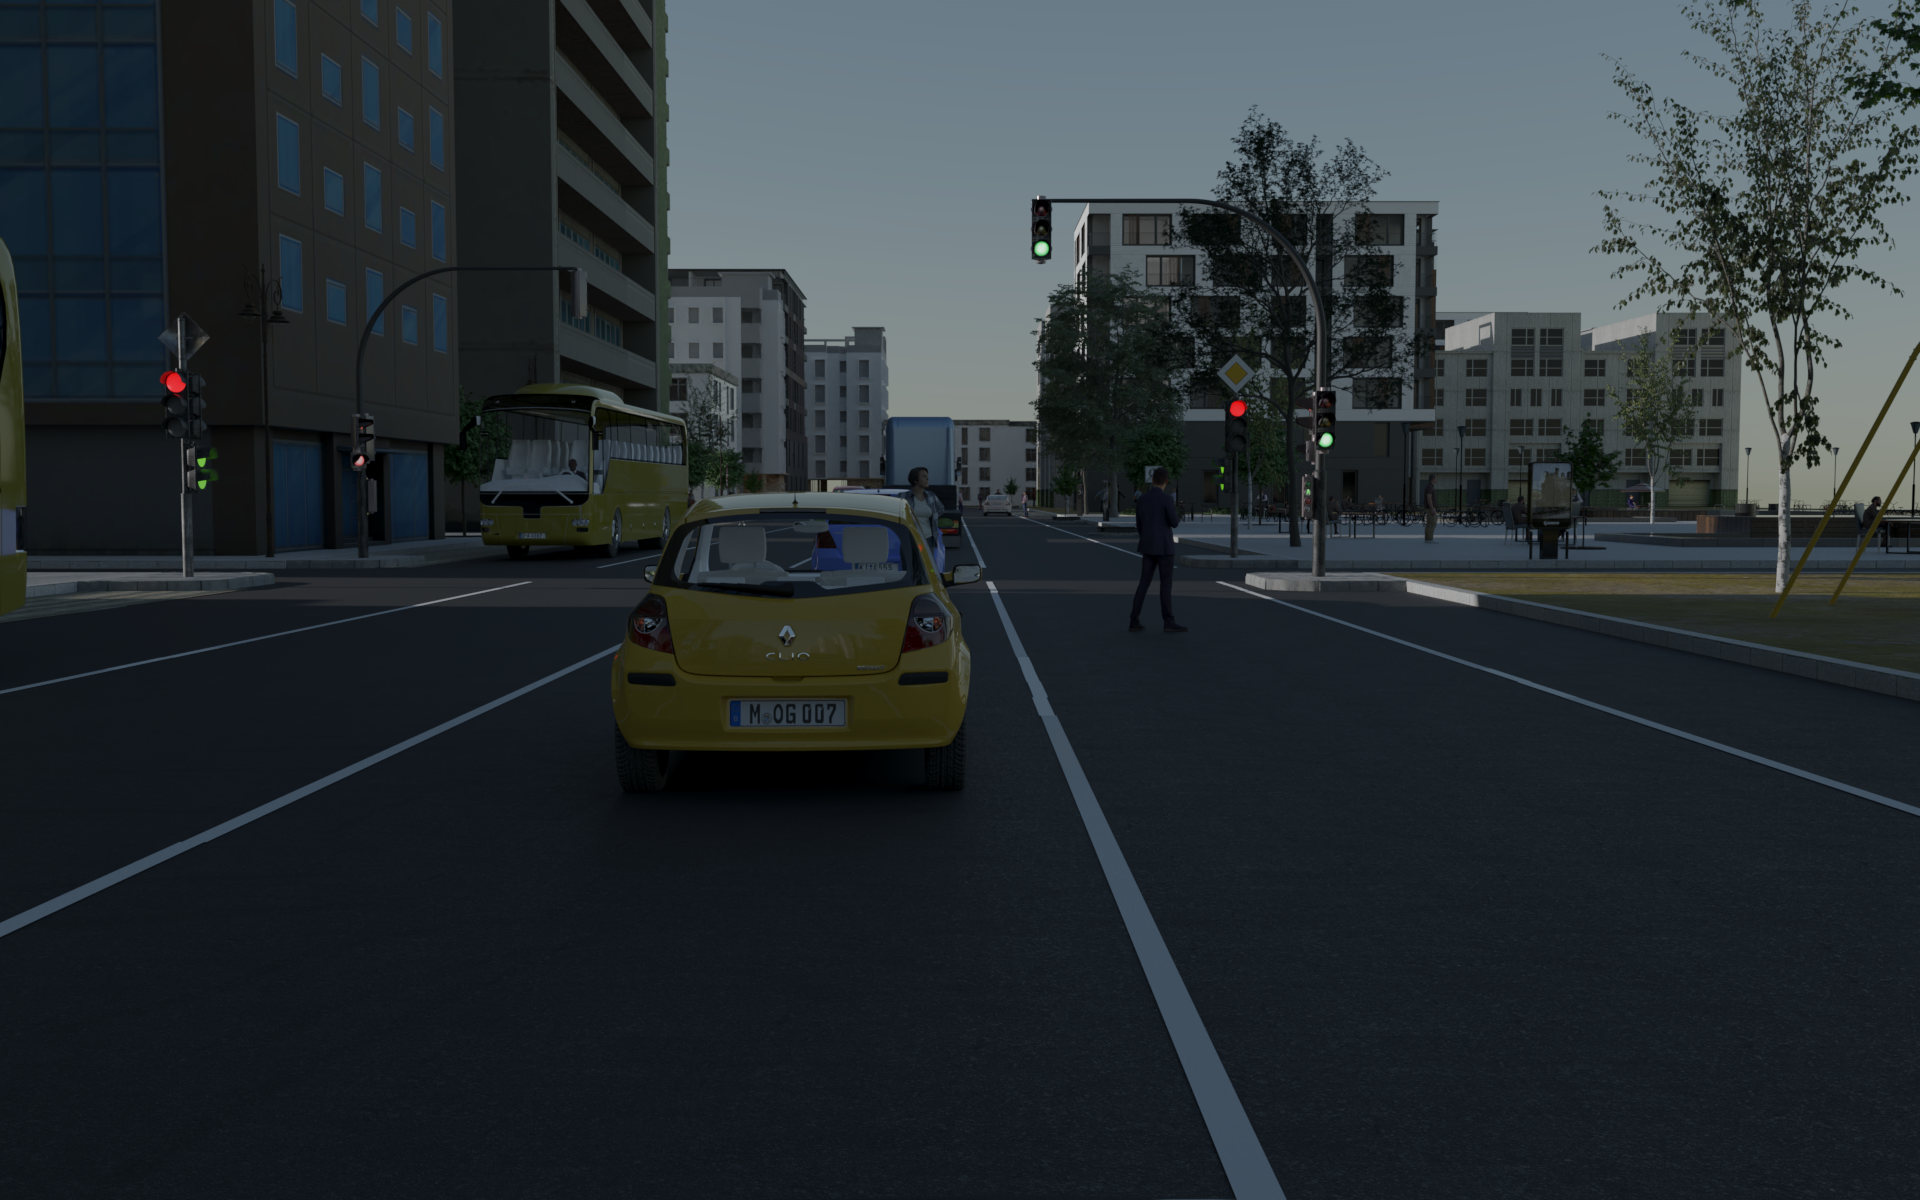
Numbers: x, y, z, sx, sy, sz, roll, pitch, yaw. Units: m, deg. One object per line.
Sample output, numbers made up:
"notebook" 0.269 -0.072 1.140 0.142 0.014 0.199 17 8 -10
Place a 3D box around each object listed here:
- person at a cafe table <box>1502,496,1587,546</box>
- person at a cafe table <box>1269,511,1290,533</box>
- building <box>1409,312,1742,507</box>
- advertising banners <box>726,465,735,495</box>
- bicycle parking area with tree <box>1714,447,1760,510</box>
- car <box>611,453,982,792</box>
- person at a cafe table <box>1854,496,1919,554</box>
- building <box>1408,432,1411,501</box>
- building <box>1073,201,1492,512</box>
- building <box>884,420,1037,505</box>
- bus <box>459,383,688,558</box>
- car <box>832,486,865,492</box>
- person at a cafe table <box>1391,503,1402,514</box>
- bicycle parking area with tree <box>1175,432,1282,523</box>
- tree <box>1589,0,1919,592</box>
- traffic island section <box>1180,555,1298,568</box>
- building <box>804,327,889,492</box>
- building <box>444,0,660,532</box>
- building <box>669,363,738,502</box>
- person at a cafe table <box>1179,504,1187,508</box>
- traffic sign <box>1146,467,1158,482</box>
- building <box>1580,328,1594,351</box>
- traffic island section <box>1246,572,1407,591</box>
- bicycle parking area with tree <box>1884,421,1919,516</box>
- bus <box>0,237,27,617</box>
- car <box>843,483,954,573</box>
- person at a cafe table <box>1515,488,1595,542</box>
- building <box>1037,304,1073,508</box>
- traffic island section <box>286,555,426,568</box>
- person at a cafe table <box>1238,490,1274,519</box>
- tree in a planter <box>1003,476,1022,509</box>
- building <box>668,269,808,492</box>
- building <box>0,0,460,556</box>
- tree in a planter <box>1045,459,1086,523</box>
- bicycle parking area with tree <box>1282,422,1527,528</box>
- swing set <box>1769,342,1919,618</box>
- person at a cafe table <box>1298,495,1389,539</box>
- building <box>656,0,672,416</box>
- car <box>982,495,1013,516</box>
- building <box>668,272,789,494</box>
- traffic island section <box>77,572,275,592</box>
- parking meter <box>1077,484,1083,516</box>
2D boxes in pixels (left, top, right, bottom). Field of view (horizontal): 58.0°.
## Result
"person at a cafe table" 14.522 -1.997 43.519 1.726 1.238 1.698 0 4 -7
"person at a cafe table" 11.350 -2.826 57.072 1.698 1.238 1.726 3 4 38
"building" 60.295 -19.003 177.151 31.486 18.905 16.747 0 4 0
"advertising banners" -13.846 -6.621 104.442 0.090 3.025 2.074 0 4 7
"bicycle parking area with tree" 51.093 -7.304 106.420 8.231 4.147 9.016 1 4 18
"car" -0.855 0.027 9.780 2.015 1.641 3.980 0 4 -2
"person at a cafe table" 20.394 -1.638 37.643 1.698 1.238 1.726 -3 4 -39
"building" 38.857 -19.665 177.939 11.380 20.091 16.016 0 4 0
"building" 22.767 -17.940 137.300 27.936 21.610 32.646 0 4 0
"building" 5.470 -15.752 199.695 28.070 9.664 9.099 0 4 0
"bus" -8.892 -3.093 42.111 2.896 3.916 12.252 0 4 1
"car" -5.201 -4.434 81.165 2.281 1.827 5.304 0 4 -2
"person at a cafe table" 25.682 -5.766 105.141 1.698 1.238 1.726 2 4 34
"bicycle parking area with tree" 12.680 -5.737 80.807 8.231 4.147 9.016 0 4 7
"tree" 10.509 -4.402 22.328 4.360 8.622 3.978 0 3 0
"traffic island section" 5.546 -0.773 34.917 2.009 0.180 2.903 0 4 0
"building" -14.269 -21.151 202.241 11.380 20.091 16.016 0 4 0
"building" -24.210 -27.108 66.920 21.300 48.544 21.600 0 4 0
"building" -20.560 -11.204 125.329 9.099 9.664 28.070 0 4 0
"person at a cafe table" 11.507 -5.152 95.089 1.698 1.238 1.726 0 4 0
"traffic sign" 7.094 -3.757 63.557 0.606 2.300 0.079 0 4 7
"building" 69.412 -21.212 203.238 11.380 20.091 16.016 0 4 0
"traffic island section" 5.587 -0.284 26.932 2.009 0.180 2.903 0 4 0
"bicycle parking area with tree" 39.706 -5.092 70.253 8.231 4.147 9.016 -2 4 -31
"bus" -8.616 -0.983 7.615 2.896 3.916 12.252 0 3 0
"car" -1.052 -0.843 23.375 1.945 1.707 3.694 0 4 -1
"person at a cafe table" 15.787 -2.314 46.342 1.698 1.524 1.622 -2 4 -34
"building" 16.677 -18.526 169.360 16.747 18.905 31.486 0 4 0
"traffic island section" -12.015 -0.768 34.832 2.009 0.180 2.903 0 4 0
"person at a cafe table" 15.527 -4.991 90.121 1.698 1.524 1.622 2 4 34
"tree in a planter" 4.874 -10.180 163.671 1.991 3.239 1.994 0 4 0
"building" -32.216 -20.006 171.069 32.646 21.610 27.936 0 4 0
"building" -21.163 -23.919 41.182 14.600 45.320 14.200 0 4 0
"tree in a planter" 5.281 -5.472 86.682 1.991 3.239 1.994 0 4 0
"bicycle parking area with tree" 19.532 -5.134 70.944 8.231 4.147 9.016 -3 4 -36
"swing set" 10.326 -1.250 18.055 2.862 2.851 3.119 3 4 38
"person at a cafe table" 11.135 -2.415 50.353 1.726 1.238 1.698 -2 4 -29
"building" -23.717 -25.036 92.941 14.154 41.232 14.086 0 4 0
"car" 2.457 -6.181 113.422 2.083 1.381 4.827 0 4 1
"building" -22.648 -17.683 145.537 16.016 20.091 11.380 0 4 0
"traffic island section" -11.974 -0.279 26.847 2.009 0.180 2.903 0 4 0
"parking meter" 6.995 -5.831 101.046 0.255 1.863 0.399 1 4 19
